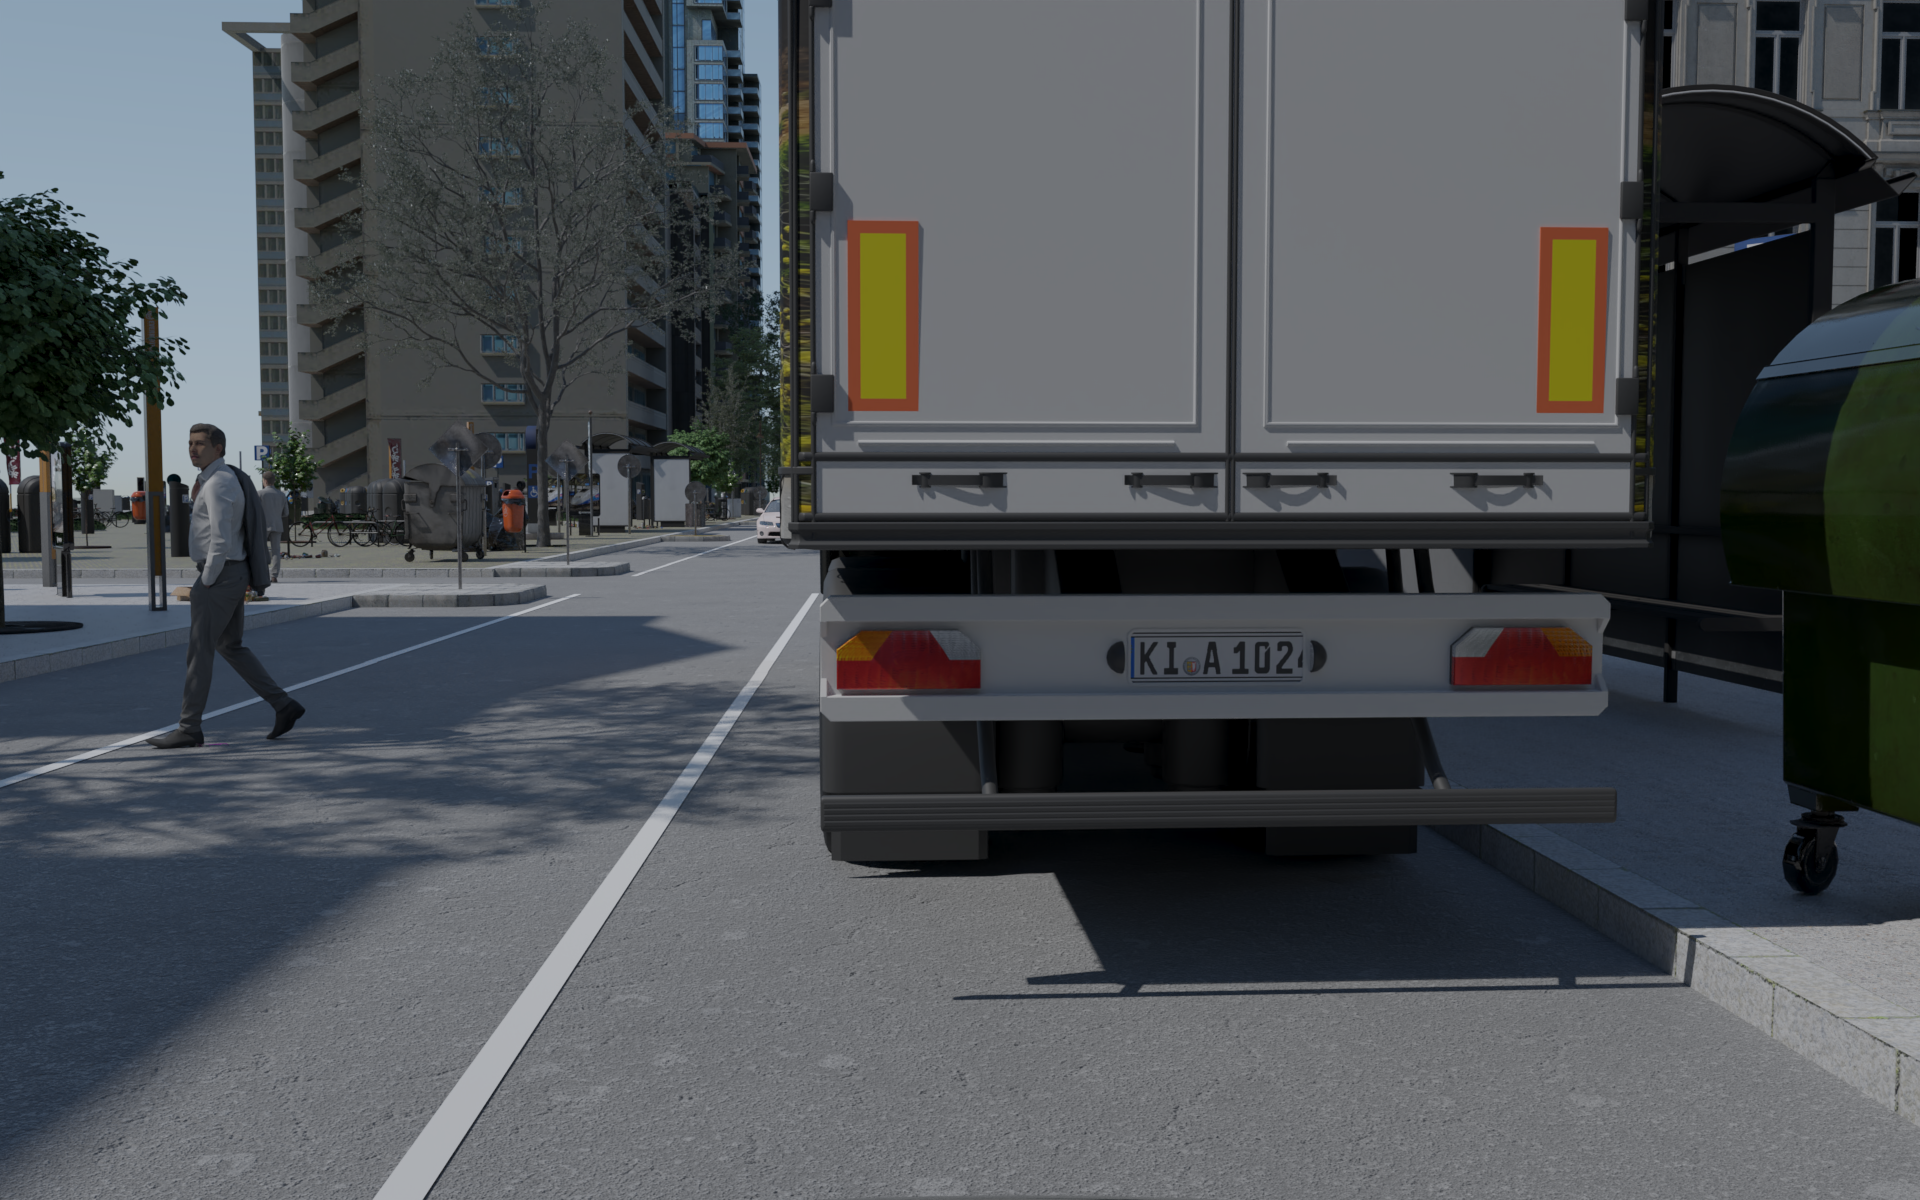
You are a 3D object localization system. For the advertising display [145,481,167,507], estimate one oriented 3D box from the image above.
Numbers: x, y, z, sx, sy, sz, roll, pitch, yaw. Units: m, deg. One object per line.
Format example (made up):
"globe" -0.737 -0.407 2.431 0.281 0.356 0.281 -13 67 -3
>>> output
"advertising display" -38.557 -4.759 83.017 0.974 1.923 0.123 -3 5 -41

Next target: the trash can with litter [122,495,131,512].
"trash can with litter" -47.858 -5.456 100.262 1.678 1.210 2.233 2 4 27

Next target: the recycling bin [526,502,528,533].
"recycling bin" -14.184 -2.671 56.225 0.722 1.027 0.722 0 4 6

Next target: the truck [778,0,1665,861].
"truck" 0.394 -1.305 10.247 2.839 4.237 11.283 0 4 -3

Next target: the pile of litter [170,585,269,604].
"pile of litter" -8.883 -0.420 20.828 1.176 0.858 1.719 -1 4 -8

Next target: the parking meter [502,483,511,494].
"parking meter" -23.580 -5.164 90.135 0.255 1.863 0.399 3 5 40

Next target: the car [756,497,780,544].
"car" -4.975 -2.403 51.651 2.083 1.381 4.827 0 4 -1

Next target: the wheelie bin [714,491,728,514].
"wheelie bin" -13.992 -5.731 101.609 0.980 1.594 0.693 1 4 16

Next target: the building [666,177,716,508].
"building" -30.195 -23.685 158.945 14.160 30.474 14.107 0 4 -2

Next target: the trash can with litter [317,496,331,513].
"trash can with litter" -29.196 -4.205 80.136 1.055 1.170 0.624 1 4 15

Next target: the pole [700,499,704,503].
"pole" -13.959 -6.108 93.716 0.158 3.312 0.155 0 3 0

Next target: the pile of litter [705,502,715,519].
"pile of litter" -13.332 -4.735 91.377 1.176 0.858 1.719 3 5 41

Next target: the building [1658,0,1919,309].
"building" 31.775 -16.636 48.414 44.131 29.872 17.030 0 4 -2

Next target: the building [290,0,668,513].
"building" -31.795 -30.129 116.309 21.300 48.544 21.600 0 4 -2

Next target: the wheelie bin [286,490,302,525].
"wheelie bin" -27.433 -3.873 71.227 0.693 1.594 0.980 -2 4 -29

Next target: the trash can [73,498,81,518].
"trash can" -35.782 -3.584 70.245 0.748 1.137 0.748 0 3 0

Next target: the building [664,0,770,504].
"building" -37.417 -56.671 239.235 22.319 86.520 31.000 0 4 -2

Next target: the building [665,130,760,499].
"building" -36.156 -34.008 210.651 22.147 44.769 28.867 0 4 -2

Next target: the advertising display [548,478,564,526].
"advertising display" -16.486 -3.961 69.984 0.974 1.923 0.123 1 4 9

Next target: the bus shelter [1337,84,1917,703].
"bus shelter" 3.603 -1.066 11.349 2.014 3.302 5.546 0 4 -2

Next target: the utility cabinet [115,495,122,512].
"utility cabinet" -45.535 -5.000 92.914 1.020 1.237 0.306 -2 4 -28

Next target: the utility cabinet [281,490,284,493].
"utility cabinet" -38.832 -5.543 99.311 1.173 1.500 0.318 2 4 24

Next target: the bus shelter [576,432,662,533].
"bus shelter" -11.706 -4.013 59.536 2.014 3.302 5.546 0 4 -3

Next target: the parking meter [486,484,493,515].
"parking meter" -11.956 -2.153 43.617 0.372 1.533 0.369 0 3 0

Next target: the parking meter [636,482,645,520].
"parking meter" -15.688 -4.857 85.118 0.399 1.863 0.255 2 4 30

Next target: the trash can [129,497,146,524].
"trash can" -34.911 -3.794 73.688 0.748 1.137 0.748 0 3 0

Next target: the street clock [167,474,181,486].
"street clock" -27.728 -3.460 61.144 0.471 2.002 0.358 -2 4 -26

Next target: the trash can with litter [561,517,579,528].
"trash can with litter" -16.247 -3.788 72.986 2.233 1.210 1.678 -3 4 -38

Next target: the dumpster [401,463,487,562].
"dumpster" -9.907 -1.683 33.272 1.264 1.857 1.865 0 4 -3

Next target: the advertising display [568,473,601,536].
"advertising display" -11.594 -2.952 53.474 0.974 1.923 0.123 -1 4 -12

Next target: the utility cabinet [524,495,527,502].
"utility cabinet" -23.447 -5.138 95.175 1.020 1.237 0.306 -1 4 -9

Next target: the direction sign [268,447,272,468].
"direction sign" -33.165 -5.586 83.320 0.379 3.537 0.876 -2 4 -30

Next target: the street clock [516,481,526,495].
"street clock" -23.882 -5.486 94.272 0.471 2.002 0.358 2 4 28

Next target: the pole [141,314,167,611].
"pole" -8.830 -1.537 18.967 0.158 3.312 0.155 0 3 0

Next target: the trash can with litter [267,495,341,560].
"trash can with litter" -13.270 -1.446 34.693 1.678 1.210 2.233 2 4 35

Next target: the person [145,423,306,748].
"person" -4.219 -0.081 9.918 0.850 1.850 0.679 -1 4 -22

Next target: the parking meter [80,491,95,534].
"parking meter" -28.108 -2.898 55.786 0.372 1.533 0.369 0 3 0

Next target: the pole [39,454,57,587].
"pole" -12.574 -1.837 23.872 0.158 3.312 0.155 0 3 0

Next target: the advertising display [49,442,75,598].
"advertising display" -11.236 -1.007 21.677 0.123 1.923 0.974 -2 4 -35

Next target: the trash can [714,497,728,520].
"trash can" -11.874 -4.555 86.135 0.748 1.137 0.748 0 3 0

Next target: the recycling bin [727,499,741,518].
"recycling bin" -12.295 -4.969 93.803 0.722 1.027 0.722 -2 4 -24

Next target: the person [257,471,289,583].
"person" -11.236 -1.184 28.058 0.583 1.804 0.606 3 4 36

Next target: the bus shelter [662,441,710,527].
"bus shelter" -11.282 -4.612 69.334 2.014 3.302 5.546 0 4 -2

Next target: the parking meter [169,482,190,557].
"parking meter" -15.912 -1.646 35.328 0.372 1.533 0.369 0 3 0

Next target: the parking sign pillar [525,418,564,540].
"parking sign pillar" -11.969 -3.705 49.046 1.447 3.967 1.447 0 4 -6

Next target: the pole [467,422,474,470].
"pole" -13.855 -3.379 49.093 0.158 3.312 0.155 0 3 0

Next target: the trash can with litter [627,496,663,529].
"trash can with litter" -11.868 -3.254 64.253 1.678 1.210 2.233 1 4 12

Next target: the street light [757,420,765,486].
"street light" -12.457 -8.282 108.192 0.468 5.910 1.993 0 4 -2

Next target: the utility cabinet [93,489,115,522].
"utility cabinet" -39.577 -4.347 79.745 1.173 1.500 0.318 -1 4 -8

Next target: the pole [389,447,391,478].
"pole" -22.872 -4.644 69.774 0.158 3.312 0.155 0 3 0

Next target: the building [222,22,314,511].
"building" -38.383 -27.362 139.257 32.217 40.220 23.993 0 4 -2
